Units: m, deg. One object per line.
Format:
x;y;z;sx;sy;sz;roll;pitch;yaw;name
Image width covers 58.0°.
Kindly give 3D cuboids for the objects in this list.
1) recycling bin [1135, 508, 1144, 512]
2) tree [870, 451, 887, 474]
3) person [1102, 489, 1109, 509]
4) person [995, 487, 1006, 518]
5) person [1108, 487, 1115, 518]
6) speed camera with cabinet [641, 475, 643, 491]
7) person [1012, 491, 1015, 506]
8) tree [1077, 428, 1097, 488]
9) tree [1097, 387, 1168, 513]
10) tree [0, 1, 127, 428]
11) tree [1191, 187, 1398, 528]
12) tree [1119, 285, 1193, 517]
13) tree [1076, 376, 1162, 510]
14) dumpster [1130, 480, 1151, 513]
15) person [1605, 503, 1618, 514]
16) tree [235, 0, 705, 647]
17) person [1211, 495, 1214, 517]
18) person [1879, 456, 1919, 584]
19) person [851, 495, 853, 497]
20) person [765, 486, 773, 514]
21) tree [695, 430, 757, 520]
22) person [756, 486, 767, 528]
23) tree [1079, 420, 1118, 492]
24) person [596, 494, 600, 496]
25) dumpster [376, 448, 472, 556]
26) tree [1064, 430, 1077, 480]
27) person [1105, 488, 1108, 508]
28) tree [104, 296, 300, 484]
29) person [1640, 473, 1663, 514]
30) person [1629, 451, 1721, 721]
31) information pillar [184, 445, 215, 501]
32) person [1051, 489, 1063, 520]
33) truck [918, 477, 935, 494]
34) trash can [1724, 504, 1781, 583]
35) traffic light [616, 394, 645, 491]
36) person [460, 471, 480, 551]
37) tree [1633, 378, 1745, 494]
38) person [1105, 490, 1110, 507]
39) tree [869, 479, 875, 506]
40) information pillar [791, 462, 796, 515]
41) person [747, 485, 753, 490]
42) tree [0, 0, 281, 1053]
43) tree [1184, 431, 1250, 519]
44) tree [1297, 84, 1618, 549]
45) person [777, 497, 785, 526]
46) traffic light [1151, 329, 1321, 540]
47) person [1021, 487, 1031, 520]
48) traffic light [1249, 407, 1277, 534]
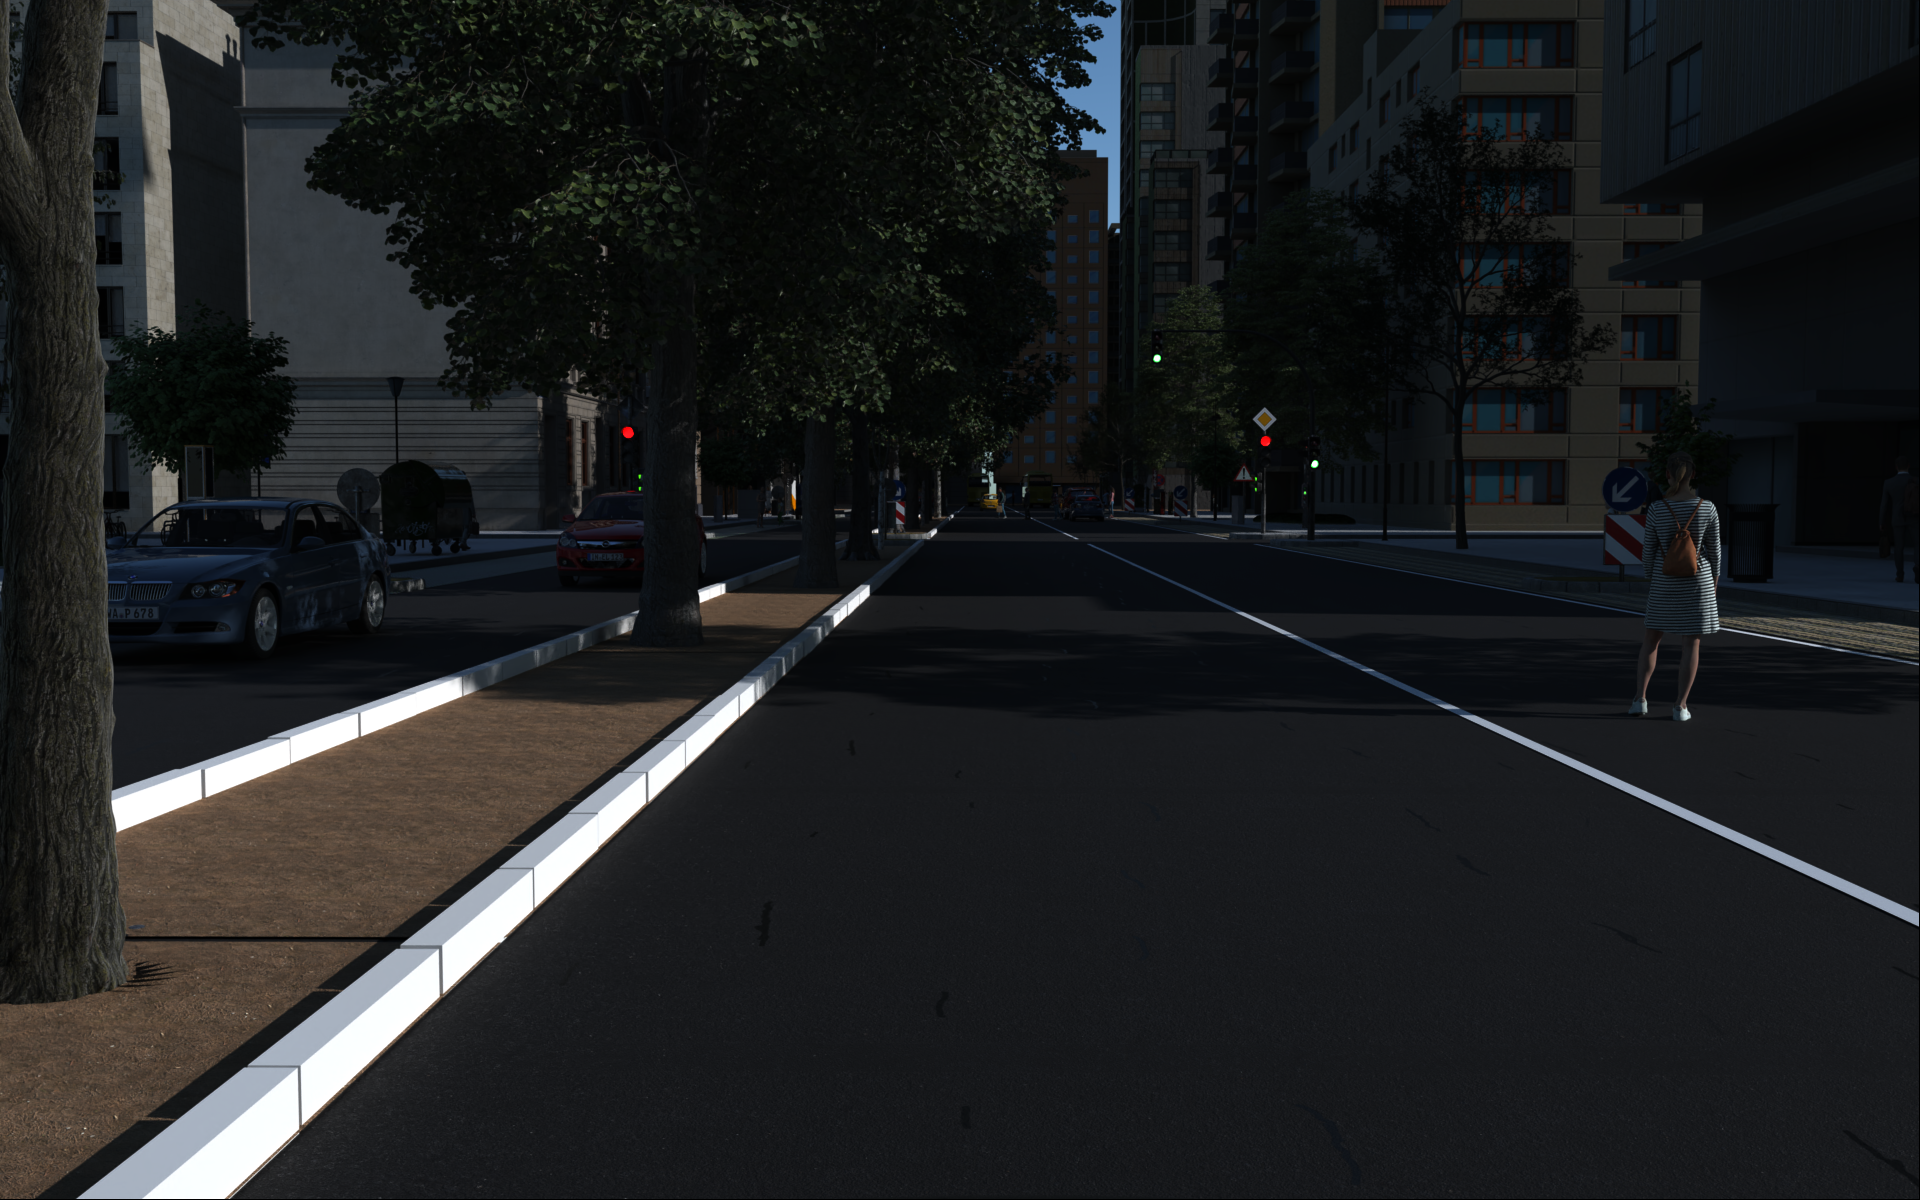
12.841;-6.806;123.839;0.722;1.027;0.722;0;4;6;recycling bin
-9.786;-14.281;167.900;7.601;10.594;8.767;0;4;6;tree
10.696;-7.248;127.096;0.778;1.811;0.616;-2;4;-25;person
2.380;-5.681;101.375;0.713;1.824;0.794;0;4;-5;person
8.982;-5.763;102.736;0.388;1.821;0.555;0;4;2;person
-11.061;-4.218;63.301;0.660;3.252;2.038;1;4;19;speed camera with cabinet
6.225;-11.787;201.156;0.705;1.831;1.348;-1;4;-9;person
12.812;-12.203;149.877;4.360;8.622;3.978;0;3;0;tree
12.296;-10.155;116.388;4.360;8.622;3.978;0;3;0;tree
-11.808;-4.281;20.357;4.360;8.622;3.978;0;3;0;tree
12.695;-8.978;64.910;7.486;12.596;7.792;0;3;0;tree
12.429;-10.787;94.502;7.486;12.596;7.792;0;3;0;tree
12.585;-12.382;136.865;7.601;10.594;8.767;1;4;10;tree
12.544;-7.254;121.092;1.502;2.255;1.985;0;4;1;dumpster
11.797;-1.234;31.239;0.382;1.210;0.505;2;4;32;person
-2.781;-6.544;16.106;9.857;13.997;8.962;0;3;0;tree
14.402;-5.338;98.000;0.332;1.250;0.352;-1;4;-23;person
13.622;-1.161;24.984;0.622;1.834;0.822;2;4;24;person
-12.063;-11.776;199.302;1.217;1.735;0.721;3;5;39;person
-12.363;-6.439;111.675;0.694;1.780;0.624;-2;4;-32;person
-11.415;-6.182;84.794;4.285;4.588;4.351;0;3;0;tree
-8.352;-3.925;73.020;0.374;1.781;0.599;3;5;41;person
13.477;-13.486;170.851;4.737;8.622;4.395;0;3;0;tree
-13.128;-3.223;63.014;0.475;1.303;0.640;-1;4;-14;person
-11.341;-2.087;36.616;1.502;2.255;1.985;0;4;1;dumpster
13.657;-14.759;191.679;4.360;8.622;3.978;0;3;0;tree
13.644;-9.518;161.684;0.705;1.821;1.348;0;4;-3;person
-12.643;-2.775;29.081;4.285;4.588;4.351;0;3;0;tree
12.825;-1.572;32.171;0.534;1.772;0.576;-1;4;-22;person
4.560;-0.092;11.003;0.512;1.701;0.522;1;4;15;person
-11.450;-1.323;26.122;0.304;2.012;0.304;0;4;3;information pillar
5.270;-5.211;94.532;0.643;1.720;0.563;1;4;16;person
-3.784;-12.617;202.214;3.469;3.379;9.791;0;4;0;truck
11.491;-0.826;25.159;0.748;1.137;0.748;0;3;0;trash can
-9.142;-3.624;48.169;0.839;4.253;0.868;0;4;1;traffic light
-11.240;-2.027;39.291;0.694;1.812;0.767;1;4;16;person
12.078;-2.102;28.966;1.663;3.219;1.824;0;3;0;tree
13.876;-9.553;163.705;0.593;1.643;0.415;0;4;-1;person
-9.839;-11.749;186.704;1.663;3.219;1.824;0;3;0;tree
-10.107;-6.950;104.984;0.183;3.616;0.504;2;4;24;information pillar
-11.395;-5.375;94.510;0.593;1.750;0.643;0;4;5;person
-2.517;-4.668;4.538;9.928;11.665;9.643;0;3;0;tree
12.958;-6.385;88.103;4.285;4.588;4.351;0;3;0;tree
11.398;-6.471;40.212;7.601;10.594;8.767;0;4;2;tree
-7.918;-3.904;76.578;0.306;1.304;0.590;3;4;36;person
7.626;-4.477;47.872;4.771;5.953;1.251;0;4;1;traffic light
3.682;-5.405;97.042;0.590;1.801;0.661;0;4;-6;person
9.801;-4.101;55.977;0.839;4.253;0.868;0;4;1;traffic light
